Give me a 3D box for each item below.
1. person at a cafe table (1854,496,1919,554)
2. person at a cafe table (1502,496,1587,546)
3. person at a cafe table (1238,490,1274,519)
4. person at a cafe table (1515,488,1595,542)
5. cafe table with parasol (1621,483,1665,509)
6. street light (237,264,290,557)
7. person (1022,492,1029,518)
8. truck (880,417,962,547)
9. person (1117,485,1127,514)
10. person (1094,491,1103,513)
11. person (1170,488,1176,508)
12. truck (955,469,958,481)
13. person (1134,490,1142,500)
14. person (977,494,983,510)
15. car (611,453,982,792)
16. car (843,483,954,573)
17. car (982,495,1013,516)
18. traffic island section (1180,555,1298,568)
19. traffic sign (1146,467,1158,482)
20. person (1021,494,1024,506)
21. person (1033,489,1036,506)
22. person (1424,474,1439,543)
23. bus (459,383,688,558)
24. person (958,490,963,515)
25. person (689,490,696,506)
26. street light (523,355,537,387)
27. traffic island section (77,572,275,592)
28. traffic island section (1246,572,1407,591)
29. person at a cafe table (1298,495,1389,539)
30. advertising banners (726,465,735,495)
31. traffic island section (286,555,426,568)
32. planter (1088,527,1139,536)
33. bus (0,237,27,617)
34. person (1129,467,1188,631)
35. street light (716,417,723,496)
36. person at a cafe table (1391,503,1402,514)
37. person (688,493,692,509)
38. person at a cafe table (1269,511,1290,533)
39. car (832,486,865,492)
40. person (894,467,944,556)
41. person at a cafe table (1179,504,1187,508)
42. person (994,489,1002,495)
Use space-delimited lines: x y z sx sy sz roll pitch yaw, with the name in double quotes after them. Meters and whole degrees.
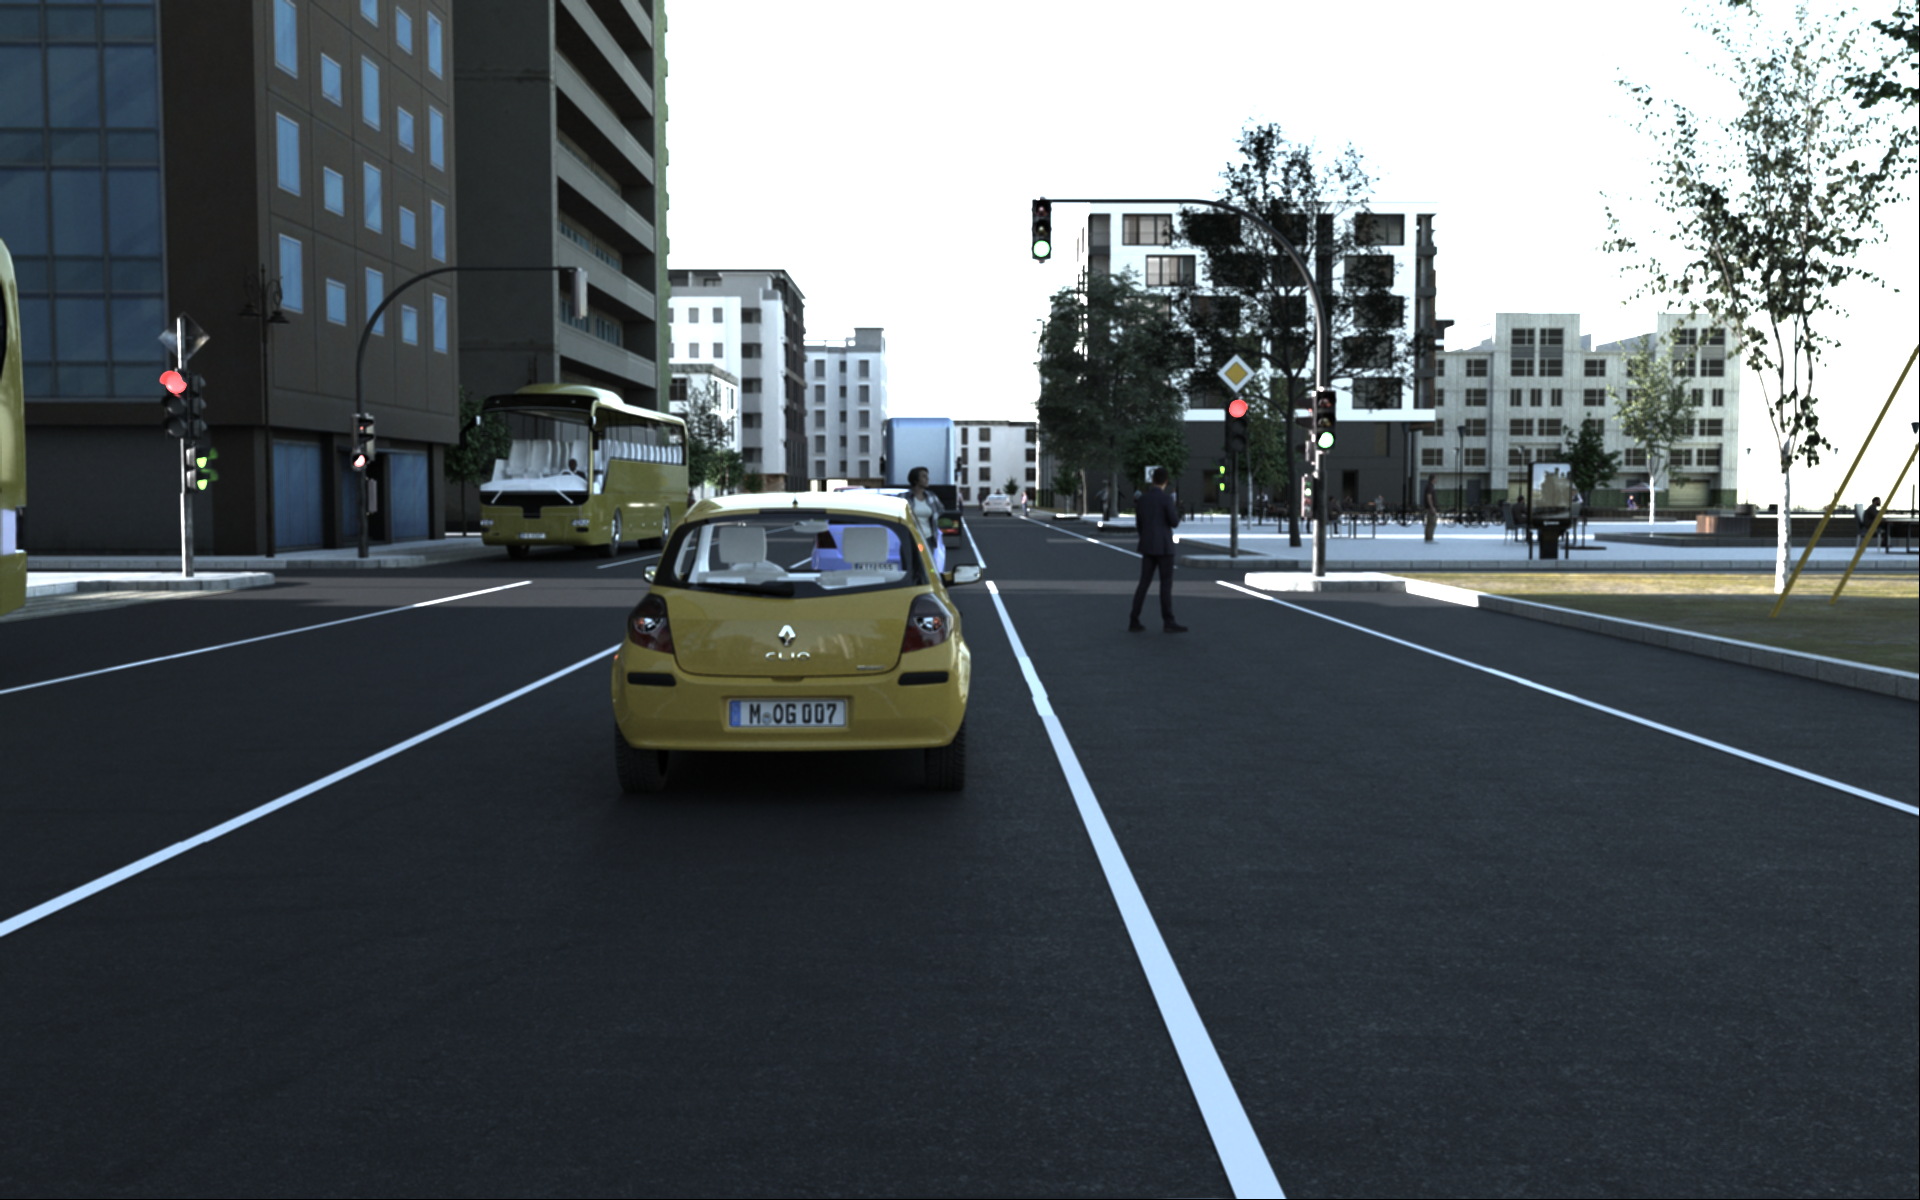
20.394 -1.638 37.643 1.698 1.238 1.726 -3 4 -39 "person at a cafe table"
14.522 -1.997 43.519 1.726 1.238 1.698 0 4 -7 "person at a cafe table"
15.527 -4.991 90.121 1.698 1.524 1.622 2 4 34 "person at a cafe table"
15.787 -2.314 46.342 1.698 1.524 1.622 -2 4 -34 "person at a cafe table"
42.040 -6.226 106.659 2.610 1.966 2.610 1 4 14 "cafe table with parasol"
-13.987 -3.801 34.931 0.468 5.910 1.993 0 4 0 "street light"
3.943 -5.797 105.237 0.435 1.587 0.963 0 4 -7 "person"
-1.301 -3.953 54.389 2.967 4.110 18.799 0 4 -1 "truck"
10.305 -6.593 113.471 1.348 1.869 0.705 3 5 41 "person"
9.950 -6.977 120.096 1.348 1.826 0.705 0 4 -5 "person"
10.872 -4.893 88.112 0.516 1.574 0.319 -2 4 -28 "person"
-1.535 -5.874 84.946 2.839 4.237 11.283 0 4 0 "truck"
12.188 -6.838 117.826 0.705 1.826 1.348 3 5 40 "person"
1.806 -8.845 156.354 0.421 1.427 0.697 2 4 27 "person"
-0.855 0.027 9.780 2.015 1.641 3.980 0 4 -2 "car"
-1.052 -0.843 23.375 1.945 1.707 3.694 0 4 -1 "car"
2.457 -6.181 113.422 2.083 1.381 4.827 0 4 1 "car"
5.546 -0.773 34.917 2.009 0.180 2.903 0 4 0 "traffic island section"
7.094 -3.757 63.557 0.606 2.300 0.079 0 4 7 "traffic sign"
6.959 -10.895 189.857 0.599 1.433 0.991 0 4 -4 "person"
7.804 -10.742 181.644 0.705 1.831 1.348 0 4 0 "person"
12.335 -2.390 45.252 0.434 1.807 0.598 1 4 21 "person"
-8.892 -3.093 42.111 2.896 3.916 12.252 0 4 1 "bus"
0.092 -6.587 117.137 0.436 1.711 0.756 0 4 3 "person"
-14.725 -5.305 95.249 0.387 1.526 0.523 2 4 29 "person"
-14.099 -5.192 57.681 0.468 5.910 1.993 0 4 0 "street light"
-11.974 -0.279 26.847 2.009 0.180 2.903 0 4 0 "traffic island section"
5.587 -0.284 26.932 2.009 0.180 2.903 0 4 0 "traffic island section"
11.135 -2.415 50.353 1.726 1.238 1.698 -2 4 -29 "person at a cafe table"
-13.846 -6.621 104.442 0.090 3.025 2.074 0 4 7 "advertising banners"
-12.015 -0.768 34.832 2.009 0.180 2.903 0 4 0 "traffic island section"
5.421 -2.351 59.575 1.991 0.319 1.994 0 4 0 "planter"
-8.616 -0.983 7.615 2.896 3.916 12.252 0 3 0 "bus"
2.070 -0.530 18.077 0.530 1.710 0.541 -2 4 -31 "person"
-14.364 -8.032 104.107 0.468 5.910 1.993 0 4 0 "street light"
25.682 -5.766 105.141 1.698 1.238 1.726 2 4 34 "person at a cafe table"
-14.523 -5.036 92.298 0.435 1.345 0.340 -2 4 -30 "person"
11.350 -2.826 57.072 1.698 1.238 1.726 3 4 38 "person at a cafe table"
-5.201 -4.434 81.165 2.281 1.827 5.304 0 4 -2 "car"
-0.497 -0.628 19.485 0.841 1.734 0.376 -2 4 -26 "person"
11.507 -5.152 95.089 1.698 1.238 1.726 0 4 0 "person at a cafe table"
2.829 -7.318 128.285 1.348 1.807 0.705 0 4 3 "person"
